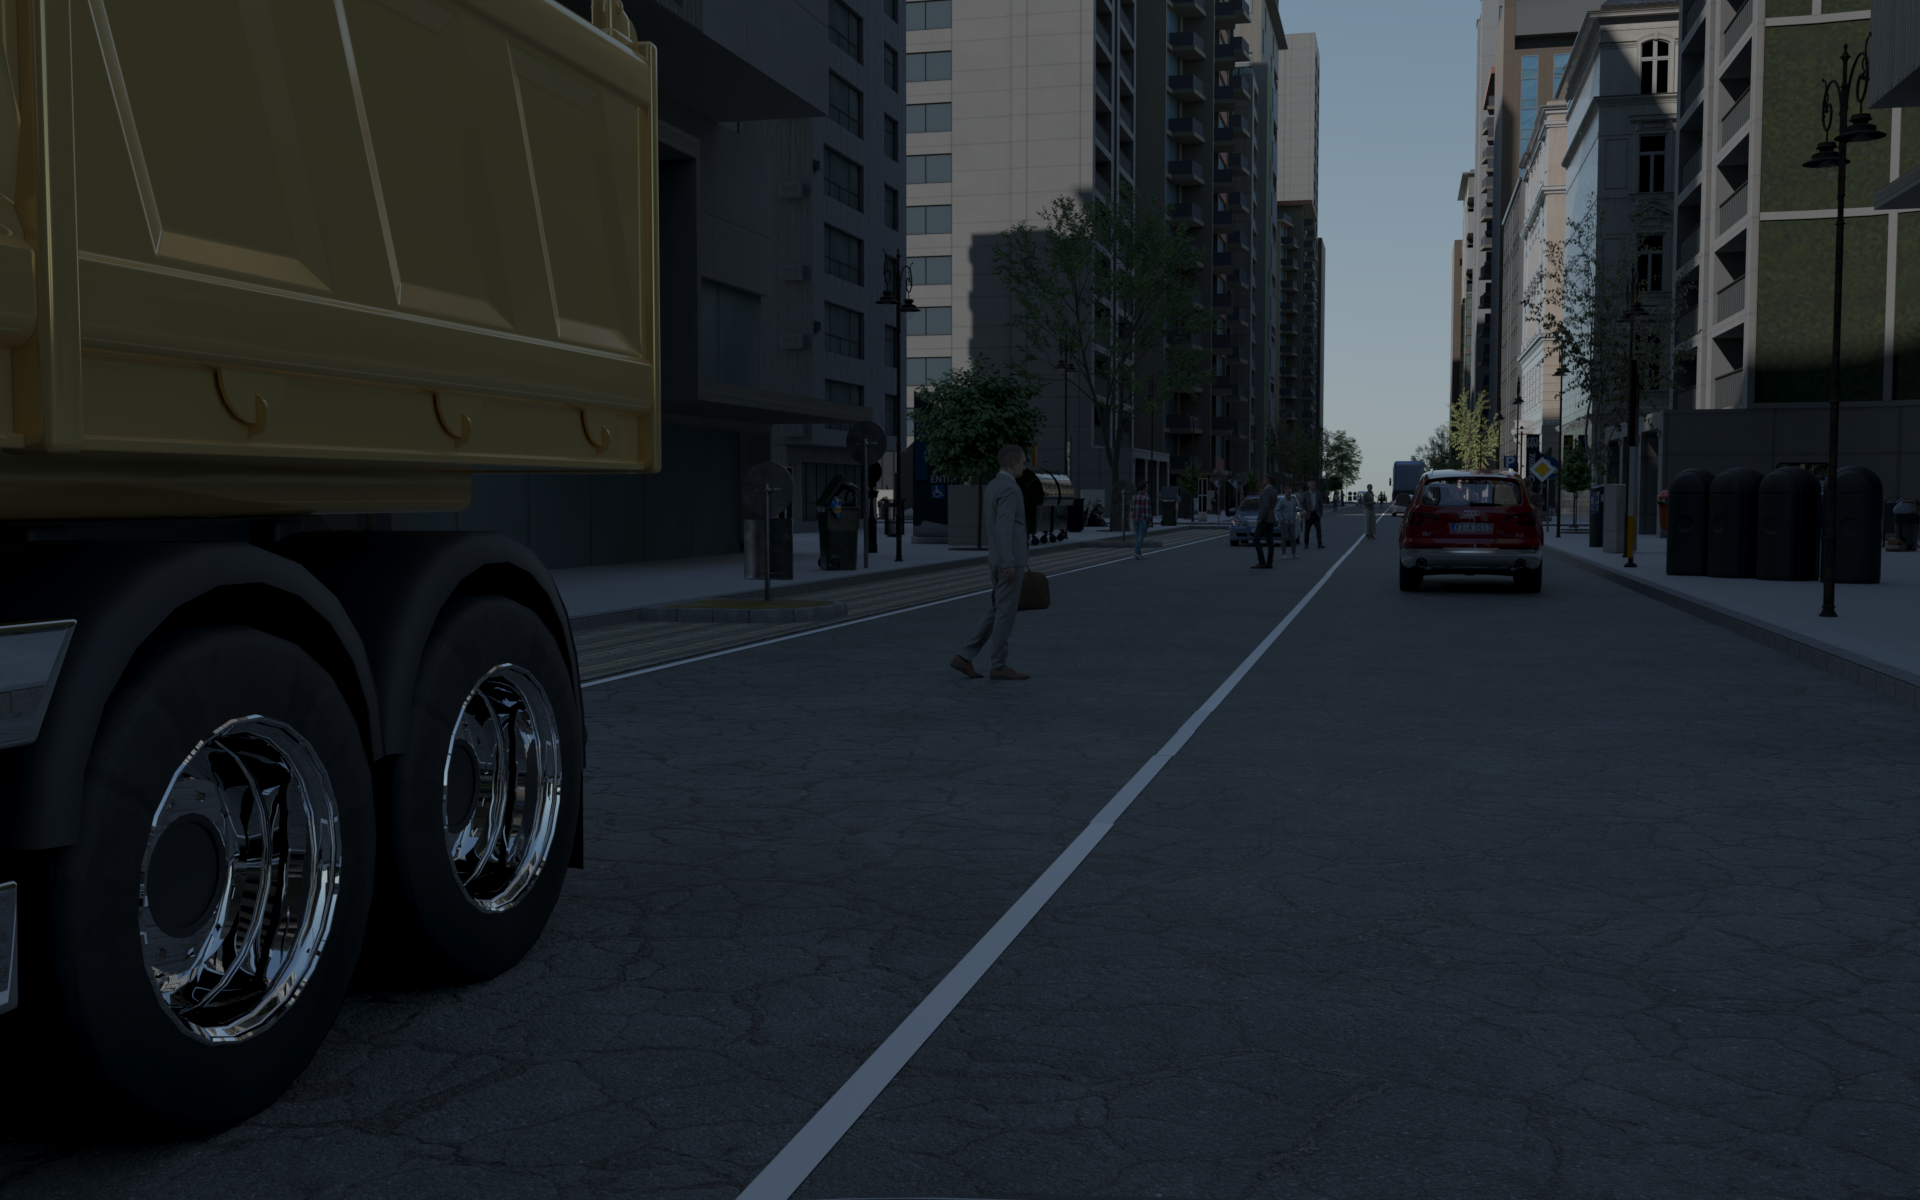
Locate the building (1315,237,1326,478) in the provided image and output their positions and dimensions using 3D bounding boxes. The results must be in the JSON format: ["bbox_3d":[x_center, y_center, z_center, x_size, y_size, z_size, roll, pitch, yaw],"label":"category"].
[{"bbox_3d":[54.433,-39.375,293.894,14.600,45.320,14.200,1,4,14],"label":"building"}]

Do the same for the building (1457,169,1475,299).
[{"bbox_3d":[92.691,-41.688,270.835,28.713,52.752,27.495,1,4,14],"label":"building"}]

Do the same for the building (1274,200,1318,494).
[{"bbox_3d":[40.478,-36.587,252.815,22.147,44.769,28.867,1,4,14],"label":"building"}]

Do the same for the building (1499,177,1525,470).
[{"bbox_3d":[49.824,-20.821,133.929,14.314,27.812,24.014,1,4,14],"label":"building"}]

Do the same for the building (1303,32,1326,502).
[{"bbox_3d":[48.467,-51.215,275.615,20.563,71.187,20.611,1,4,14],"label":"building"}]

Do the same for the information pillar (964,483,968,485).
[{"bbox_3d":[0.206,-6.171,92.247,0.183,3.616,0.504,3,5,43],"label":"information pillar"}]

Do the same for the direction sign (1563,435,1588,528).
[{"bbox_3d":[23.471,-4.533,66.115,0.876,3.537,0.379,1,4,14],"label":"direction sign"}]

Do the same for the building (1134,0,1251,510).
[{"bbox_3d":[10.664,-29.356,134.587,22.147,44.769,28.867,1,4,14],"label":"building"}]

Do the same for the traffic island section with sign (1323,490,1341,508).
[{"bbox_3d":[37.170,-10.185,175.148,1.989,1.847,2.006,1,4,14],"label":"traffic island section with sign"}]

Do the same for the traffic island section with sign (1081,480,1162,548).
[{"bbox_3d":[4.408,-2.327,46.672,1.989,1.847,2.006,1,4,14],"label":"traffic island section with sign"}]

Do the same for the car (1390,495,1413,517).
[{"bbox_3d":[28.835,-6.080,111.776,2.083,1.381,4.827,1,4,13],"label":"car"}]

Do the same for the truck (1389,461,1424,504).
[{"bbox_3d":[35.064,-8.871,134.800,2.967,4.110,18.799,1,4,13],"label":"truck"}]

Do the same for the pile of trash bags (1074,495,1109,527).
[{"bbox_3d":[4.644,-3.618,68.906,1.912,1.369,3.447,-1,4,-10],"label":"pile of trash bags"}]

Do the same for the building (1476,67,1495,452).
[{"bbox_3d":[63.871,-31.765,173.987,22.147,44.769,28.867,1,4,14],"label":"building"}]

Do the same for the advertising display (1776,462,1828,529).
[{"bbox_3d":[16.937,-1.814,34.870,0.974,1.923,0.123,2,4,26],"label":"advertising display"}]

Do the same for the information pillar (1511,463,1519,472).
[{"bbox_3d":[34.523,-7.131,107.942,0.504,3.616,0.183,1,4,9],"label":"information pillar"}]

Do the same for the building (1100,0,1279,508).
[{"bbox_3d":[28.913,-46.850,204.249,20.563,71.187,20.611,1,4,14],"label":"building"}]

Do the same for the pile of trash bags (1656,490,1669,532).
[{"bbox_3d":[16.895,-1.755,38.454,3.447,1.369,1.912,-1,4,-22],"label":"pile of trash bags"}]

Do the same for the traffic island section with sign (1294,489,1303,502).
[{"bbox_3d":[24.859,-7.232,126.874,1.989,1.847,2.006,1,4,14],"label":"traffic island section with sign"}]

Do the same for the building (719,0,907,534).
[{"bbox_3d":[-9.697,-17.801,62.746,14.107,30.474,14.160,1,4,14],"label":"building"}]

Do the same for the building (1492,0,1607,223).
[{"bbox_3d":[54.730,-30.799,153.678,14.600,45.320,14.200,1,4,14],"label":"building"}]

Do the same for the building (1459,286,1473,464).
[{"bbox_3d":[80.092,-29.414,252.626,14.160,30.474,14.107,1,4,14],"label":"building"}]

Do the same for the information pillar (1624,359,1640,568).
[{"bbox_3d":[11.817,-2.387,30.385,0.183,3.616,0.504,2,4,28],"label":"information pillar"}]

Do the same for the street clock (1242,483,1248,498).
[{"bbox_3d":[18.493,-6.591,112.330,0.358,2.002,0.471,3,4,37],"label":"street clock"}]

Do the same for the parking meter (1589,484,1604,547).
[{"bbox_3d":[15.408,-2.044,41.831,0.372,1.533,0.369,0,3,0],"label":"parking meter"}]

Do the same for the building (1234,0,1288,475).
[{"bbox_3d":[19.011,-36.288,182.555,28.713,52.752,27.495,1,4,14],"label":"building"}]

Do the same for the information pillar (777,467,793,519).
[{"bbox_3d":[-4.689,-2.566,46.439,0.304,2.012,0.304,2,4,34],"label":"information pillar"}]

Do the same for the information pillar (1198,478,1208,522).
[{"bbox_3d":[11.275,-4.645,80.435,0.304,2.012,0.304,-2,4,-29],"label":"information pillar"}]

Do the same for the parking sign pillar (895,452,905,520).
[{"bbox_3d":[-2.437,-5.881,84.632,1.447,3.967,1.447,3,5,43],"label":"parking sign pillar"}]

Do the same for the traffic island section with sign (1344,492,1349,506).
[{"bbox_3d":[43.916,-11.805,201.632,1.989,1.847,2.006,1,4,14],"label":"traffic island section with sign"}]

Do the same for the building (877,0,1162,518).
[{"bbox_3d":[1.745,-40.573,101.628,20.563,71.187,20.611,1,4,14],"label":"building"}]

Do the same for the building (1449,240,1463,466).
[{"bbox_3d":[90.325,-39.330,293.158,14.600,45.320,14.200,1,4,14],"label":"building"}]

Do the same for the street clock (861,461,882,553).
[{"bbox_3d":[-1.923,-2.022,37.629,0.358,2.002,0.471,2,4,33],"label":"street clock"}]

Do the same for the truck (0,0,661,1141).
[{"bbox_3d":[-3.324,-0.361,1.819,3.469,3.379,9.791,1,4,12],"label":"truck"}]

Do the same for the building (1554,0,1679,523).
[{"bbox_3d":[51.025,-18.529,79.359,44.131,29.872,17.030,1,4,14],"label":"building"}]

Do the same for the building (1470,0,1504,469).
[{"bbox_3d":[70.572,-40.322,201.260,21.231,58.520,28.212,1,4,14],"label":"building"}]

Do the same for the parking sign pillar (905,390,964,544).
[{"bbox_3d":[-0.559,-3.447,44.828,1.447,3.967,1.447,0,4,5],"label":"parking sign pillar"}]

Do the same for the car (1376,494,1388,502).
[{"bbox_3d":[73.756,-17.880,302.563,2.015,1.641,3.980,1,4,13],"label":"car"}]

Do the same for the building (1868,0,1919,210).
[{"bbox_3d":[27.181,-26.120,16.295,28.713,52.752,27.495,1,4,14],"label":"building"}]

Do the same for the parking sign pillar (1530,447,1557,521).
[{"bbox_3d":[27.261,-5.712,81.858,1.447,3.967,1.447,-3,5,-41],"label":"parking sign pillar"}]

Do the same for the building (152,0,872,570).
[{"bbox_3d":[-18.181,-26.691,25.640,28.713,52.752,27.495,1,4,14],"label":"building"}]

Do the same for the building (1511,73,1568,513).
[{"bbox_3d":[43.528,-19.947,112.034,13.634,28.700,20.117,1,4,14],"label":"building"}]

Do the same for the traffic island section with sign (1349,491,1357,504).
[{"bbox_3d":[57.392,-15.036,254.459,1.989,1.847,2.006,1,4,14],"label":"traffic island section with sign"}]

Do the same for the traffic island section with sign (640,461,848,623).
[{"bbox_3d":[-2.389,-0.698,20.044,1.989,1.847,2.006,1,4,14],"label":"traffic island section with sign"}]

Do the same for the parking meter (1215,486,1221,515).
[{"bbox_3d":[15.918,-6.191,106.926,0.399,1.863,0.255,0,4,6],"label":"parking meter"}]

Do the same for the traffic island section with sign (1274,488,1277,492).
[{"bbox_3d":[18.106,-5.613,100.406,1.989,1.847,2.006,1,4,14],"label":"traffic island section with sign"}]

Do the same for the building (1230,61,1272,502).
[{"bbox_3d":[21.099,-29.183,160.734,14.154,41.232,14.086,1,4,14],"label":"building"}]

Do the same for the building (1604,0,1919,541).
[{"bbox_3d":[31.327,-37.414,49.965,20.563,71.187,20.611,1,4,14],"label":"building"}]

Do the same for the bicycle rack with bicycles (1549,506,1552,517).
[{"bbox_3d":[31.234,-5.038,95.748,2.925,0.926,2.852,-1,4,-11],"label":"bicycle rack with bicycles"}]
